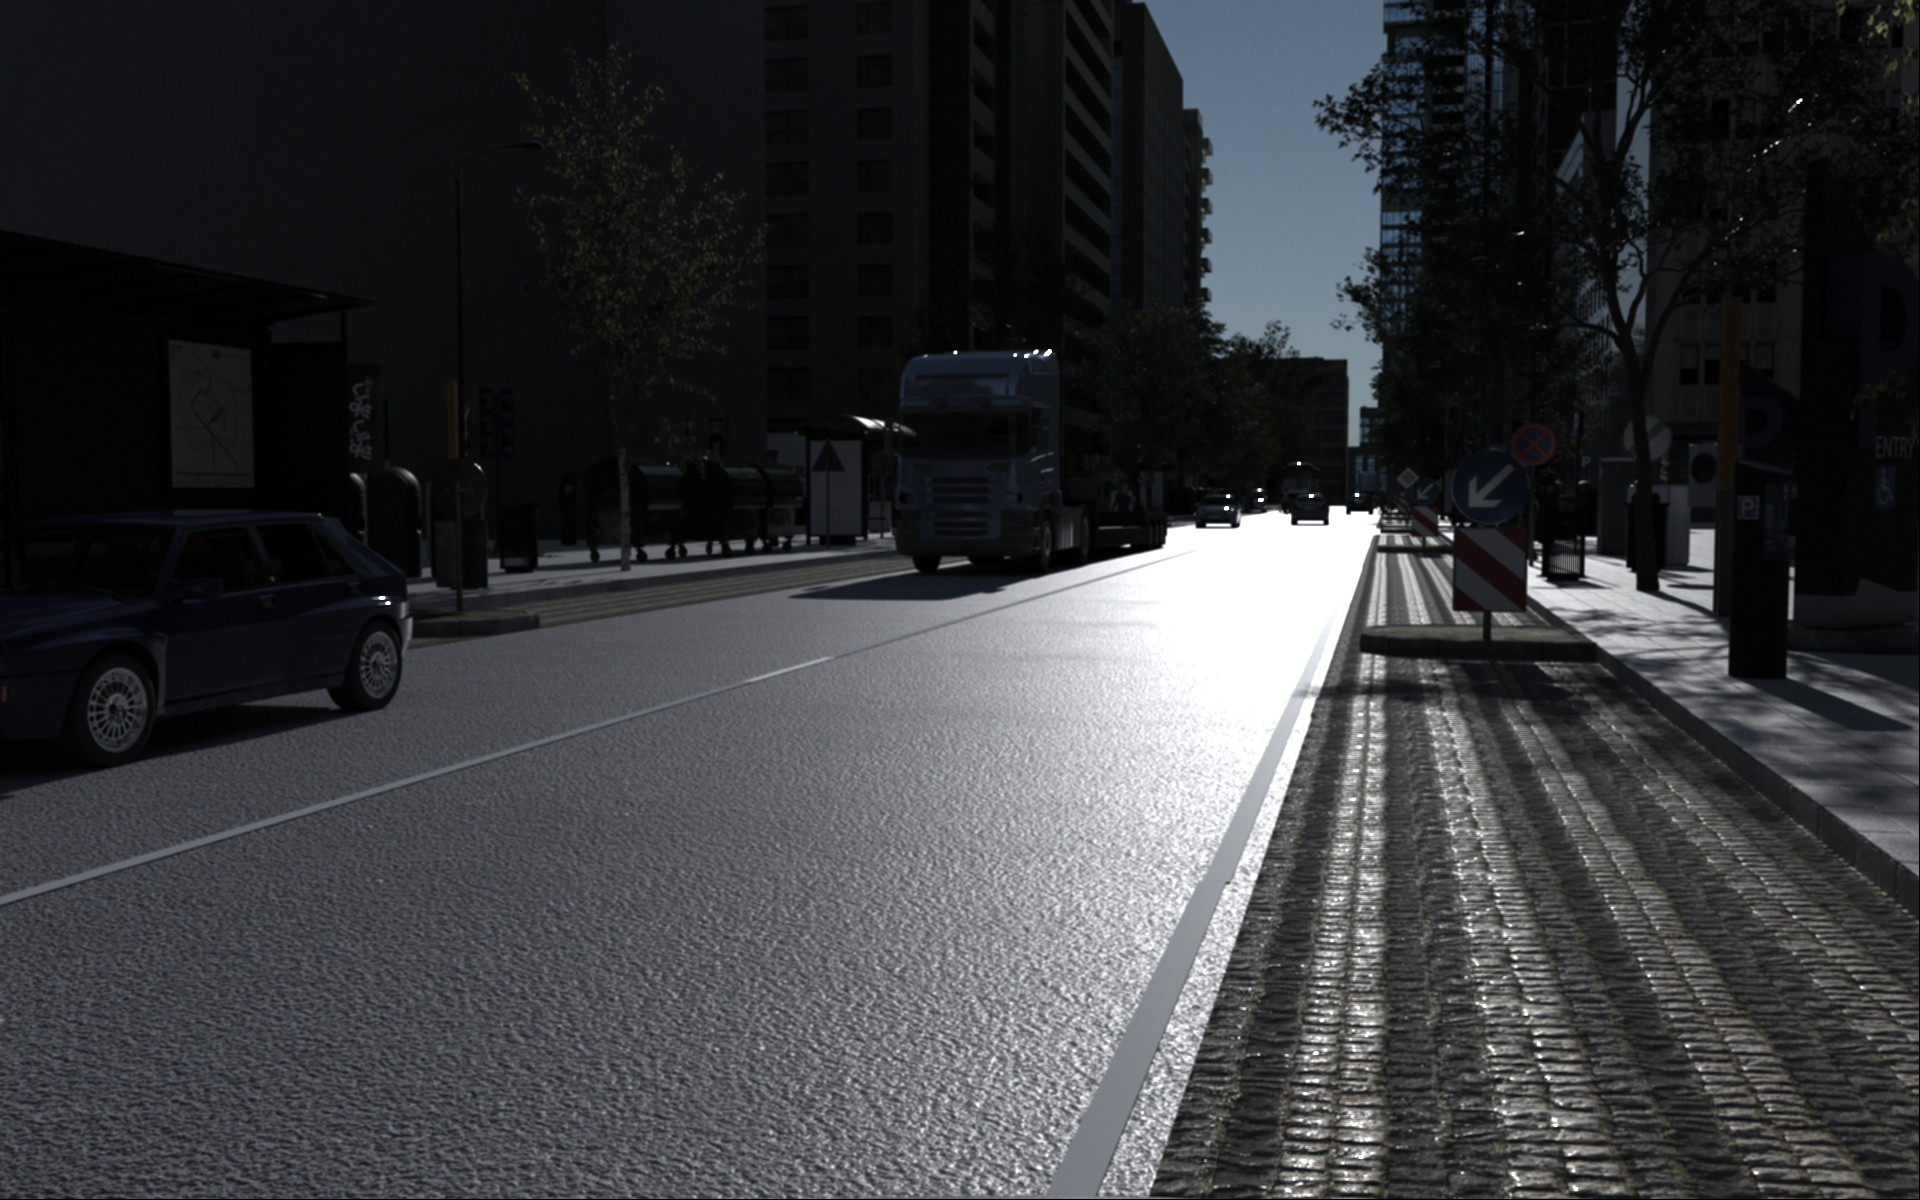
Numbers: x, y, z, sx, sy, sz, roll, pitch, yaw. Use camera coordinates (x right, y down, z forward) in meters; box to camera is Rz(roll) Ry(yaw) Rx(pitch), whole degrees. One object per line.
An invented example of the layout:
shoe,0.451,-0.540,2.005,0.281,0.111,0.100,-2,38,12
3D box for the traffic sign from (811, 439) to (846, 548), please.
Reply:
traffic sign,-3.108,-2.493,40.761,0.884,2.594,0.081,1,4,21

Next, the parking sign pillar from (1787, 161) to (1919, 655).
parking sign pillar,7.523,-1.588,14.438,1.447,3.967,1.447,-3,4,-37

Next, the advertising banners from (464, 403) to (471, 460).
advertising banners,-10.005,-2.319,34.111,0.090,3.025,2.074,-3,4,-36

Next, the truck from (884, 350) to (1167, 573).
truck,2.148,-2.969,38.310,2.967,4.110,18.799,1,4,14

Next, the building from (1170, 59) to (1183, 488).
building,14.280,-31.929,172.154,14.600,45.320,14.200,1,4,14

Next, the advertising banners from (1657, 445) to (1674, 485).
advertising banners,24.592,-4.052,62.443,2.074,3.025,0.090,1,4,16

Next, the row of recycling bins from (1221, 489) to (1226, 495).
row of recycling bins,21.453,-8.417,144.735,1.069,1.692,3.534,1,4,23

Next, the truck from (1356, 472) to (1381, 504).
truck,48.482,-13.204,205.636,2.967,4.110,18.799,1,4,13

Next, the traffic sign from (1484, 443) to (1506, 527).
traffic sign,13.463,-2.659,43.587,0.768,2.556,0.104,1,4,19

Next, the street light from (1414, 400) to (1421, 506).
street light,23.181,-6.884,85.086,1.470,5.913,1.316,1,4,14

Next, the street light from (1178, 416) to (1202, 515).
street light,13.798,-8.029,103.820,1.470,5.913,1.316,1,4,14

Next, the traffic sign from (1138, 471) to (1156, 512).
traffic sign,8.007,-4.328,74.407,0.795,2.450,0.064,1,4,14

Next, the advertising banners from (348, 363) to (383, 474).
advertising banners,-8.650,-1.629,22.819,2.074,3.025,0.090,-2,4,-29

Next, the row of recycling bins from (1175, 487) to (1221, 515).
row of recycling bins,16.132,-6.808,118.416,3.534,1.692,1.069,-3,5,-43

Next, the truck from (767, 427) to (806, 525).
truck,-9.937,-5.264,74.972,11.283,4.237,2.839,1,4,16

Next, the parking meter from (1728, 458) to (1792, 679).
parking meter,5.613,-0.229,12.149,0.372,1.533,0.369,0,3,0

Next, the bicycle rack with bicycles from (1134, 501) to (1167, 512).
bicycle rack with bicycles,10.086,-4.991,94.980,2.852,0.926,2.925,-1,4,-21

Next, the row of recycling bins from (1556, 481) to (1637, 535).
row of recycling bins,19.966,-2.889,54.351,1.069,1.692,3.534,-3,5,-44

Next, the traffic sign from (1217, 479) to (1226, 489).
traffic sign,22.412,-9.067,148.352,0.768,2.556,0.104,1,4,22

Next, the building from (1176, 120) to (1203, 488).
building,18.162,-30.732,186.067,14.154,41.232,14.086,1,4,14

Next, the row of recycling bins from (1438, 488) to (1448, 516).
row of recycling bins,30.649,-6.133,107.379,1.069,1.692,3.534,0,4,-7

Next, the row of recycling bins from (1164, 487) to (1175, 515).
row of recycling bins,12.584,-6.434,112.311,1.069,1.692,3.534,2,4,29

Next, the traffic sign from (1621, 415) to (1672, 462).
traffic sign,11.019,-1.697,27.857,0.768,2.556,0.104,1,4,16

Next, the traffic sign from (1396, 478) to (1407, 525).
traffic sign,18.483,-4.169,71.810,0.795,2.450,0.064,1,4,14

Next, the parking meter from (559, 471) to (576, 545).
parking meter,-9.817,-2.300,43.312,0.399,1.863,0.255,-1,4,-21

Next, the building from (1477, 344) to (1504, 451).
building,72.182,-21.165,191.082,27.650,21.520,28.899,1,4,14

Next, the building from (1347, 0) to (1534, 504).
building,70.341,-56.713,239.931,31.000,86.520,22.319,1,4,14

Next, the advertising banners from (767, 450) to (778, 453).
advertising banners,-8.243,-4.445,68.857,2.074,3.025,0.090,0,4,6

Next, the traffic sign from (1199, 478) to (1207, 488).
traffic sign,18.972,-8.286,135.577,0.768,2.556,0.104,1,4,14

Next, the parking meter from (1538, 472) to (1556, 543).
parking meter,15.267,-2.407,45.066,0.399,1.863,0.255,-1,4,-16

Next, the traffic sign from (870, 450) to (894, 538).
traffic sign,-2.264,-3.060,50.139,0.768,2.556,0.104,1,4,23

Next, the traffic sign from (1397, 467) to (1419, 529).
traffic sign,16.570,-3.695,64.057,0.795,2.450,0.064,1,4,14

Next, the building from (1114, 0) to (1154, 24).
building,10.803,-31.066,158.045,14.600,45.320,14.200,1,4,14

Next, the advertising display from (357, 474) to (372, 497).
advertising display,-15.438,-2.422,44.811,0.123,1.923,0.974,-3,5,-40

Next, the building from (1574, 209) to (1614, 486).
building,41.080,-14.845,97.468,10.420,20.320,16.860,1,4,14

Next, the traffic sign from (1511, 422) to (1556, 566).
traffic sign,10.192,-1.879,30.829,0.768,2.556,0.104,1,4,18

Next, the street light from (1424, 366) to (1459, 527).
street light,17.738,-5.533,63.012,1.470,5.913,1.316,1,4,14

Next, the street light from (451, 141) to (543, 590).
street light,-6.159,-3.090,23.058,1.470,5.913,1.316,1,4,14

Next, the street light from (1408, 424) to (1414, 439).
street light,30.554,-8.682,114.487,1.470,5.913,1.316,1,4,14

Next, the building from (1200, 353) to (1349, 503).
building,41.542,-24.931,252.660,28.899,21.520,27.650,1,4,14

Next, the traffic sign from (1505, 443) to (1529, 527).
traffic sign,13.066,-2.463,40.381,0.768,2.556,0.104,2,4,23

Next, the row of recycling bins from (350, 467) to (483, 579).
row of recycling bins,-9.081,-1.194,26.633,3.534,1.692,1.069,0,4,1

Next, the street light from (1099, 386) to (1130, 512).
street light,6.610,-6.253,74.774,1.470,5.913,1.316,1,4,14

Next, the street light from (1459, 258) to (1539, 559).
street light,10.714,-3.766,34.113,1.470,5.913,1.316,1,4,14

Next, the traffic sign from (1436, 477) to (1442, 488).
traffic sign,31.974,-6.957,114.937,0.795,2.450,0.064,1,4,18

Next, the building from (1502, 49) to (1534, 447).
building,61.407,-31.837,170.645,14.600,45.320,14.200,1,4,14

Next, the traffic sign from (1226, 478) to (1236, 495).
traffic sign,21.625,-8.450,138.267,0.768,2.556,0.104,1,4,15

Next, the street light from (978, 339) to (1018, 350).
street light,1.054,-4.874,52.234,1.470,5.913,1.316,1,4,14

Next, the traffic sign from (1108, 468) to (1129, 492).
traffic sign,6.093,-3.854,66.653,0.795,2.450,0.064,1,4,14

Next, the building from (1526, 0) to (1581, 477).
building,59.379,-43.641,151.790,20.563,71.187,20.611,1,4,14

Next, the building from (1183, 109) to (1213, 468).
building,14.431,-35.983,207.935,30.456,49.044,23.786,1,4,14

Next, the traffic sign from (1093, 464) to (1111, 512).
traffic sign,6.072,-4.532,74.207,0.768,2.556,0.104,1,4,19
